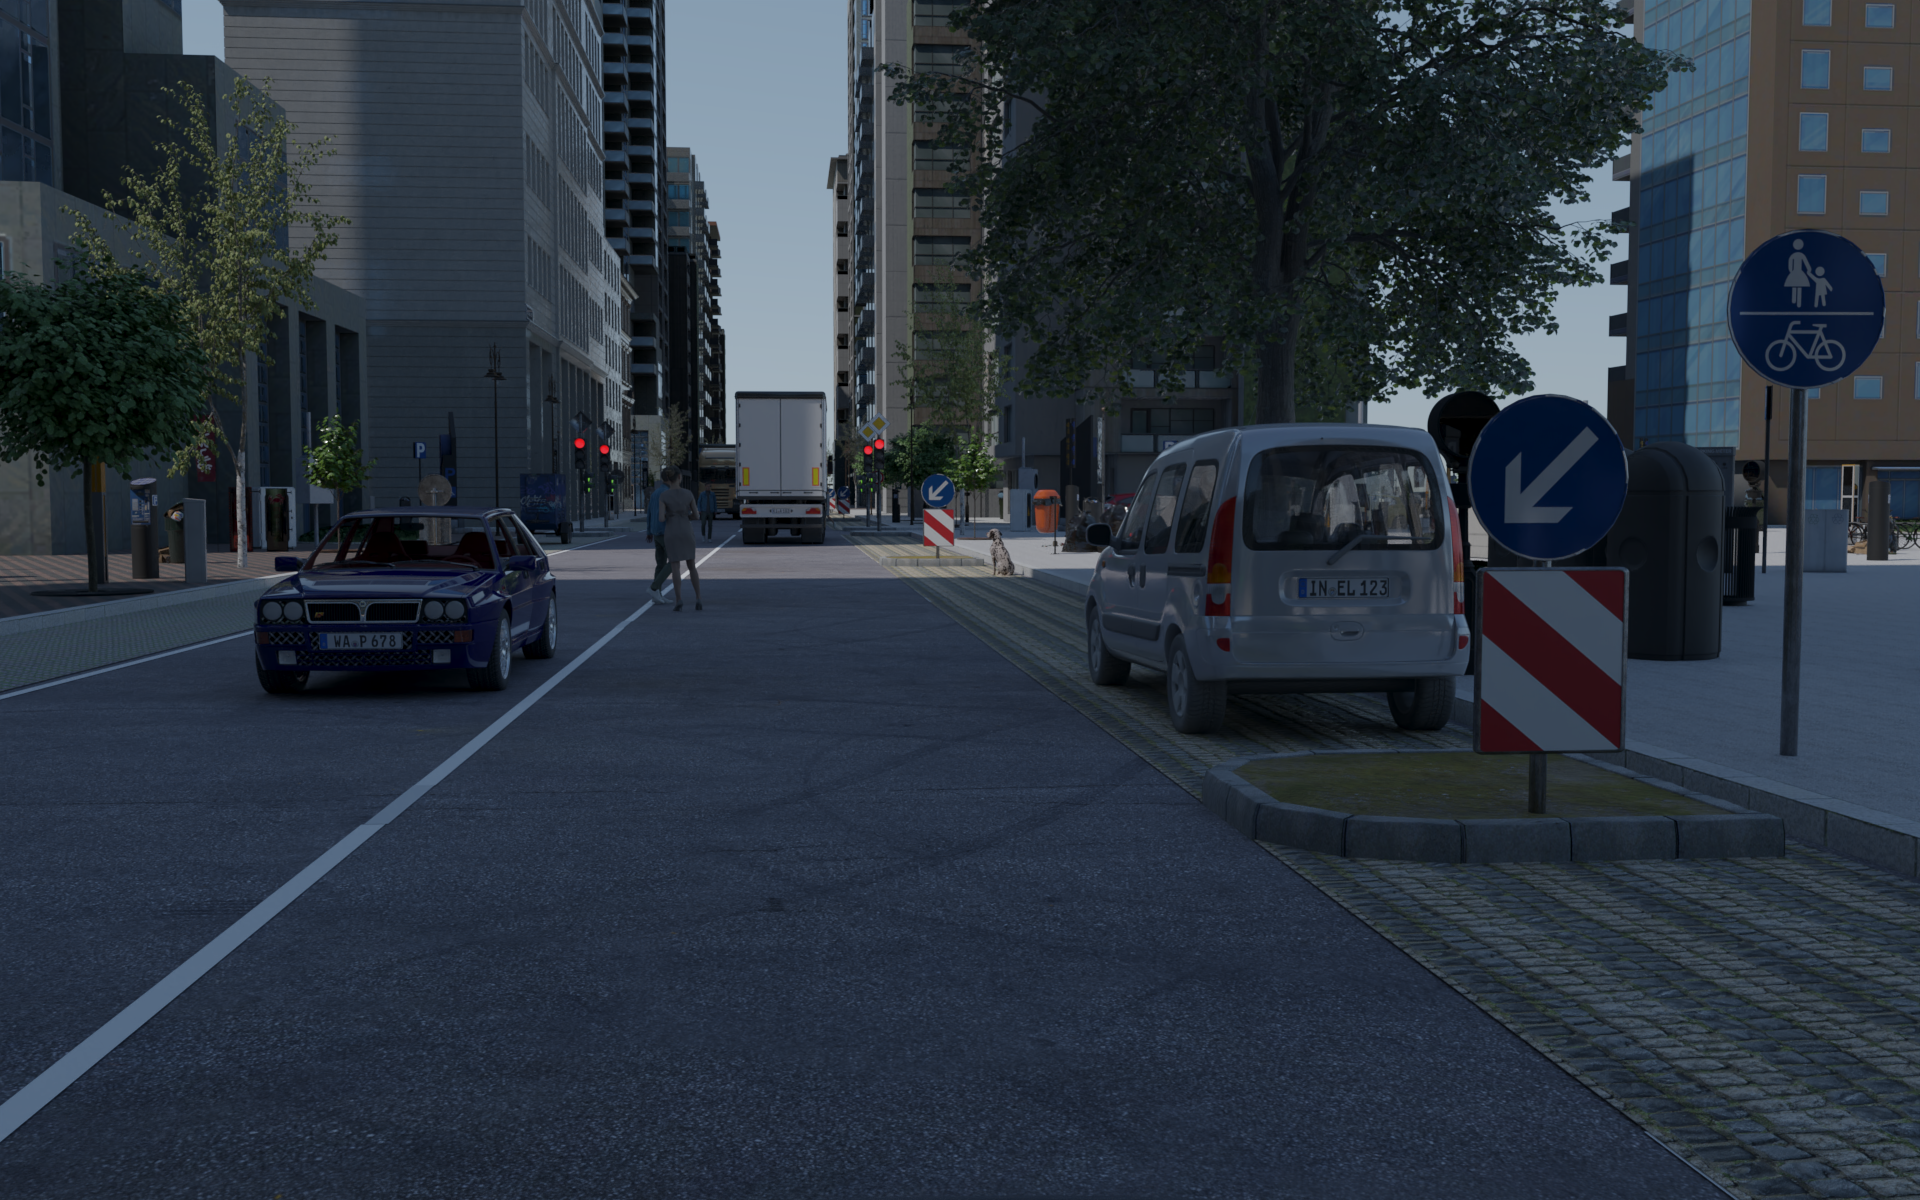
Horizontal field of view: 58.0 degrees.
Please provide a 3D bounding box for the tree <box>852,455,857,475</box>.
[{"bbox_3d":[-5.293,-7.742,110.299,4.285,4.588,4.351,0,3,0],"label":"tree"}]

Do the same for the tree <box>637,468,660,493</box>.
[{"bbox_3d":[-22.530,-8.004,125.475,1.663,3.219,1.824,0,3,0],"label":"tree"}]

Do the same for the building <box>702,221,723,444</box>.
[{"bbox_3d":[-48.263,-37.545,268.479,22.147,44.769,28.867,0,4,-6],"label":"building"}]

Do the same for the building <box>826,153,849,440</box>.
[{"bbox_3d":[-5.558,-41.296,264.421,28.713,52.752,27.495,0,4,-6],"label":"building"}]

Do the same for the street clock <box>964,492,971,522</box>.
[{"bbox_3d":[0.324,-4.523,78.528,0.358,2.002,0.471,0,4,1],"label":"street clock"}]

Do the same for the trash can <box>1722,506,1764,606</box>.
[{"bbox_3d":[8.866,-0.512,20.025,0.748,1.137,0.748,0,3,0],"label":"trash can"}]

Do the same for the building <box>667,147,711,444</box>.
[{"bbox_3d":[-45.959,-37.873,238.824,23.786,49.044,30.456,0,4,-6],"label":"building"}]

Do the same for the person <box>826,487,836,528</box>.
[{"bbox_3d":[-5.436,-3.770,70.893,0.466,1.731,0.760,3,5,43],"label":"person"}]

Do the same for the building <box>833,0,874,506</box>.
[{"bbox_3d":[-3.336,-54.337,201.075,22.319,86.520,31.000,0,4,-6],"label":"building"}]

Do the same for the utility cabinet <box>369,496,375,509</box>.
[{"bbox_3d":[-42.755,-7.032,126.137,0.306,1.237,1.020,-1,4,-19],"label":"utility cabinet"}]

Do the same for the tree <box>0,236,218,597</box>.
[{"bbox_3d":[-11.228,-2.360,22.295,4.285,4.588,4.351,0,3,0],"label":"tree"}]

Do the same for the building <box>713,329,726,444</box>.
[{"bbox_3d":[-46.558,-31.743,290.705,14.160,30.474,14.107,0,4,-6],"label":"building"}]

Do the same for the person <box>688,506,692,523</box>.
[{"bbox_3d":[-13.258,-4.519,84.987,0.503,1.515,0.523,2,4,35],"label":"person"}]

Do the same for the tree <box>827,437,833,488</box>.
[{"bbox_3d":[-16.932,-16.849,225.838,4.737,8.622,4.395,0,3,0],"label":"tree"}]

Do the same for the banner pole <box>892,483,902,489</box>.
[{"bbox_3d":[-4.233,-7.620,114.596,0.863,3.779,0.401,-1,4,-21],"label":"banner pole"}]

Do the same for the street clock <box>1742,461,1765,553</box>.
[{"bbox_3d":[17.174,-2.012,37.464,0.358,2.002,0.471,-2,4,-26],"label":"street clock"}]

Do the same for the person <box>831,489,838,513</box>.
[{"bbox_3d":[-8.867,-6.949,122.391,0.850,1.792,0.678,-1,4,-10],"label":"person"}]

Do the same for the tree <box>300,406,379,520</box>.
[{"bbox_3d":[-13.577,-2.663,38.144,1.663,3.219,1.824,0,3,0],"label":"tree"}]

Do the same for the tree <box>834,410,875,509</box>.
[{"bbox_3d":[-8.944,-12.386,152.874,4.360,8.622,3.978,0,3,0],"label":"tree"}]

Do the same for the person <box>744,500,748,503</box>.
[{"bbox_3d":[-17.488,-8.090,140.867,0.778,1.811,0.616,-3,4,-37],"label":"person"}]

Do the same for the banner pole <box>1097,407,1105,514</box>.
[{"bbox_3d":[4.066,-3.660,49.853,0.401,3.779,0.863,1,4,21],"label":"banner pole"}]

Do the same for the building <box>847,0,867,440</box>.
[{"bbox_3d":[-7.066,-48.995,239.318,20.563,71.187,20.611,0,4,-6],"label":"building"}]

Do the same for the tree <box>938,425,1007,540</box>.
[{"bbox_3d":[0.384,-3.306,48.654,1.663,3.219,1.824,0,3,0],"label":"tree"}]

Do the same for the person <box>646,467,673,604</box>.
[{"bbox_3d":[-3.887,-0.837,22.532,0.444,1.785,0.601,-1,4,-22],"label":"person"}]

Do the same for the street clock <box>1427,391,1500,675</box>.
[{"bbox_3d":[3.568,-0.472,12.286,0.471,2.002,0.358,0,4,-4],"label":"street clock"}]

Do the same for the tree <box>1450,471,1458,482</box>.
[{"bbox_3d":[15.365,-3.475,51.426,1.663,3.219,1.824,0,3,0],"label":"tree"}]

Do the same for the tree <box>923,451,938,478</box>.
[{"bbox_3d":[-0.659,-4.402,66.573,1.663,3.219,1.824,0,3,0],"label":"tree"}]

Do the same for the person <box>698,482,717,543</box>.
[{"bbox_3d":[-7.474,-2.592,51.229,0.601,1.785,0.444,-1,4,-16],"label":"person"}]

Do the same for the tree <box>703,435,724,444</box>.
[{"bbox_3d":[-30.574,-16.227,215.672,4.360,8.622,3.978,0,3,0],"label":"tree"}]

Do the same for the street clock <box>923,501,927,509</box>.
[{"bbox_3d":[-1.738,-4.973,85.886,0.471,2.002,0.358,-1,4,-15],"label":"street clock"}]

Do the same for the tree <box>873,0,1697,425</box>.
[{"bbox_3d":[3.881,-6.968,20.577,9.857,13.997,8.962,0,3,0],"label":"tree"}]

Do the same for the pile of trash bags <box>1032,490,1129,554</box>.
[{"bbox_3d":[2.975,-1.723,37.931,3.447,1.369,1.912,-3,4,-39],"label":"pile of trash bags"}]

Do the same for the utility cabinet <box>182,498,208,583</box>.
[{"bbox_3d":[-11.228,-0.874,25.454,0.306,1.237,1.020,-1,4,-22],"label":"utility cabinet"}]

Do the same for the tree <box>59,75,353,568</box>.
[{"bbox_3d":[-12.744,-4.866,29.925,4.737,8.622,4.395,0,3,0],"label":"tree"}]

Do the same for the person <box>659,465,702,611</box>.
[{"bbox_3d":[-3.430,-0.757,21.217,0.599,1.781,0.374,-2,4,-27],"label":"person"}]

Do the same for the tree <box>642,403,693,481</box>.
[{"bbox_3d":[-23.355,-11.527,138.824,4.360,8.622,3.978,0,3,0],"label":"tree"}]

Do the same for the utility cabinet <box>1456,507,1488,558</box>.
[{"bbox_3d":[10.403,-1.589,34.665,0.318,1.500,1.173,-1,4,-19],"label":"utility cabinet"}]

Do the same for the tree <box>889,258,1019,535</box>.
[{"bbox_3d":[-0.013,-6.313,53.578,4.737,8.622,4.395,0,3,0],"label":"tree"}]

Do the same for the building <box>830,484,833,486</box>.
[{"bbox_3d":[-7.096,-36.611,290.475,32.217,40.220,23.993,0,4,-6],"label":"building"}]

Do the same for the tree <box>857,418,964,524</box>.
[{"bbox_3d":[-1.461,-5.604,75.331,4.285,4.588,4.351,0,3,0],"label":"tree"}]
